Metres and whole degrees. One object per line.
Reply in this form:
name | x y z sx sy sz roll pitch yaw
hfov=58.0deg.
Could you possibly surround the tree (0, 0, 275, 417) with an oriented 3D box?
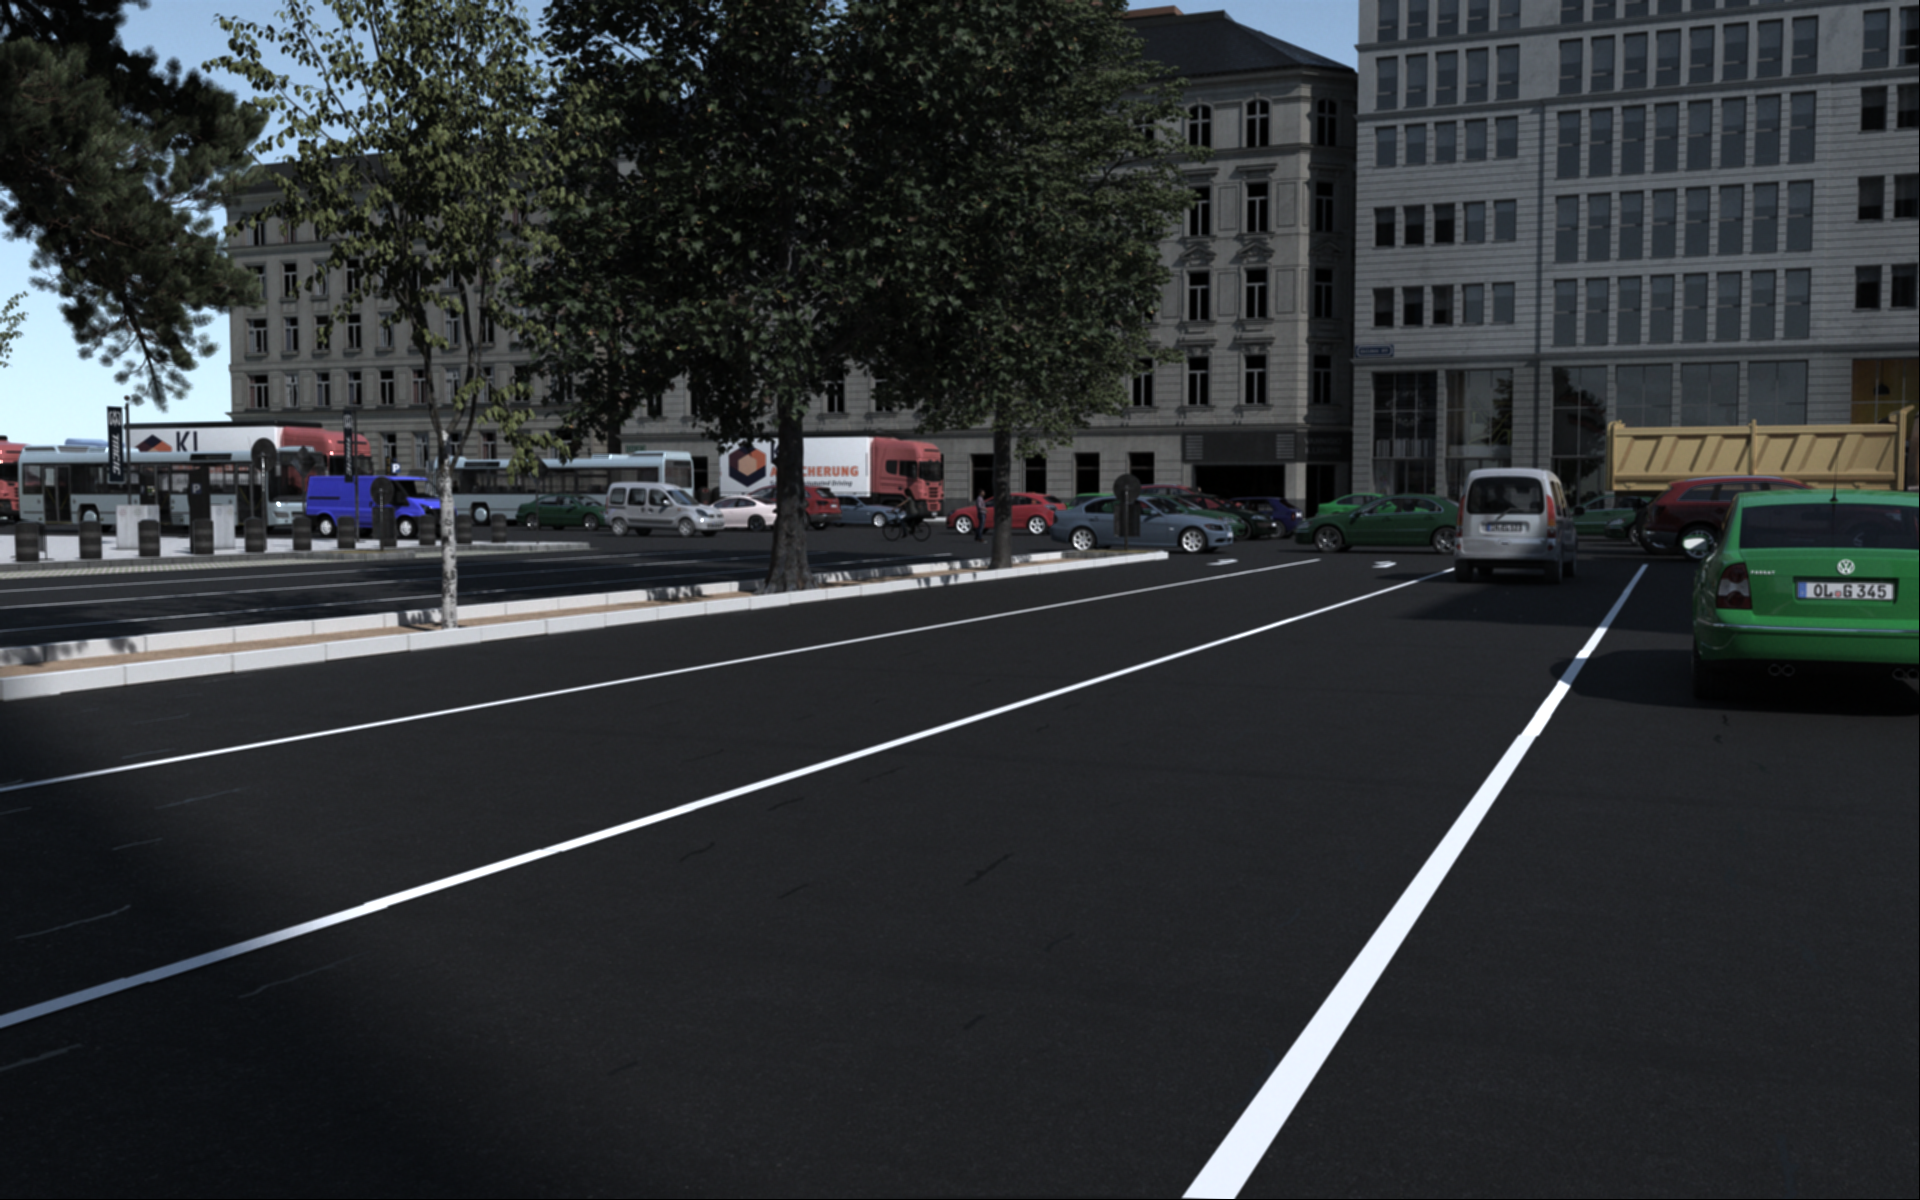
tree | -7.910 -5.334 11.725 6.751 12.117 7.091 0 3 0

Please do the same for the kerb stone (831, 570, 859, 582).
kerb stone | -1.976 -0.384 28.493 0.120 0.150 1.000 1 4 23

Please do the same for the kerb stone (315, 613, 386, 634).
kerb stone | -6.406 0.258 18.046 0.120 0.150 1.000 1 4 23

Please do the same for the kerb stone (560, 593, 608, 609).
kerb stone | -4.805 0.022 21.835 0.120 0.150 1.000 1 4 23

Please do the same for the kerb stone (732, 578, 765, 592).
kerb stone | -3.185 -0.206 25.654 0.120 0.150 1.000 1 4 23

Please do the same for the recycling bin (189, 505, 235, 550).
recycling bin | -17.360 -1.692 40.214 0.722 1.027 0.722 1 4 17

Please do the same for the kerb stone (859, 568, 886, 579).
kerb stone | -1.574 -0.443 29.440 0.120 0.150 1.000 1 4 23

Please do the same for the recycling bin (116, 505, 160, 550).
recycling bin | -19.071 -1.690 40.192 0.722 1.027 0.722 0 4 -1

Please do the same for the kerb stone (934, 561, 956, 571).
kerb stone | -0.370 -0.617 32.281 0.120 0.150 1.000 1 4 23

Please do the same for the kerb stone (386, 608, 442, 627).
kerb stone | -5.996 0.197 18.989 0.120 0.150 1.000 1 4 23

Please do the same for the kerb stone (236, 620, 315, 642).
kerb stone | -6.813 0.312 17.099 0.120 0.150 1.000 1 4 23

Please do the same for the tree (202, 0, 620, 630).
tree | -5.216 -3.927 17.027 4.737 8.622 4.395 0 3 0

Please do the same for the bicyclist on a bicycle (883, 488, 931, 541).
bicyclist on a bicycle | -1.634 -2.616 52.799 1.625 1.676 1.499 2 4 23

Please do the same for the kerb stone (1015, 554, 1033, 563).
kerb stone | 1.245 -0.849 36.079 0.120 0.150 1.000 1 4 23

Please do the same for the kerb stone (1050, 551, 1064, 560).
kerb stone | 2.041 -0.965 37.977 0.120 0.150 1.000 1 4 23

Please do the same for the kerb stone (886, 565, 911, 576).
kerb stone | -1.170 -0.501 30.385 0.120 0.150 1.000 1 4 23

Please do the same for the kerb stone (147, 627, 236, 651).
kerb stone | -7.213 0.370 16.151 0.120 0.150 1.000 1 4 23

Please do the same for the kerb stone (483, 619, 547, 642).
kerb stone | -4.485 0.307 17.221 0.120 0.150 1.000 1 4 23

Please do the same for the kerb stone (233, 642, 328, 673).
kerb stone | -5.678 0.481 14.368 0.120 0.150 1.000 1 4 23

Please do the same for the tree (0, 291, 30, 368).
tree | -24.347 -5.502 40.314 4.737 8.622 4.395 0 3 0

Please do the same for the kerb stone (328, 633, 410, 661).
kerb stone | -5.284 0.420 15.325 0.120 0.150 1.000 1 4 23

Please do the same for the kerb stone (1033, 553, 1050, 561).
kerb stone | 1.641 -0.906 37.030 0.120 0.150 1.000 1 4 23

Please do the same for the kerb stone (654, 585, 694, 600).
kerb stone | -3.997 -0.091 23.736 0.120 0.150 1.000 1 4 23

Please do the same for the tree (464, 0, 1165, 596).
tree | -2.358 -6.407 24.212 9.611 12.733 9.660 0 3 0

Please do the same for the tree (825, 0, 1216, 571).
tree | 0.832 -6.829 32.242 7.486 12.596 7.792 0 3 0

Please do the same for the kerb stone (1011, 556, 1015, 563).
kerb stone | 0.838 -0.791 35.134 0.120 0.150 1.000 1 4 23

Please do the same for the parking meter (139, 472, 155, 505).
parking meter | -21.813 -2.496 46.522 0.399 1.863 0.255 3 4 36

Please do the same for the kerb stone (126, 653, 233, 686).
kerb stone | -6.086 0.537 13.422 0.120 0.150 1.000 1 4 23

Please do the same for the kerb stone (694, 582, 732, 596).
kerb stone | -3.589 -0.150 24.690 0.120 0.150 1.000 1 4 23

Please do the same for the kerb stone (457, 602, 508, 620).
kerb stone | -5.604 0.138 19.940 0.120 0.150 1.000 1 4 23

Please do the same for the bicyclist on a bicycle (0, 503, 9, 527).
bicyclist on a bicycle | -42.173 -4.001 75.441 1.499 1.676 1.625 1 4 22

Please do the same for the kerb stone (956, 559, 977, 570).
kerb stone | 0.032 -0.675 33.231 0.120 0.150 1.000 1 4 23

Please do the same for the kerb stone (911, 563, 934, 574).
kerb stone | -0.776 -0.559 31.336 0.120 0.150 1.000 1 4 23

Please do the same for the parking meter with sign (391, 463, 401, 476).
parking meter with sign | -32.599 -6.278 98.904 1.738 3.016 0.543 3 5 45

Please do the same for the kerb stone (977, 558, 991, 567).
kerb stone | 0.431 -0.733 34.188 0.120 0.150 1.000 1 4 23

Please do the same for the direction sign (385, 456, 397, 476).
direction sign | -34.245 -6.872 104.349 0.379 3.537 0.876 2 4 28

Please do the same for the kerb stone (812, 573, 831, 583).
kerb stone | -2.373 -0.327 27.544 0.120 0.150 1.000 1 4 23

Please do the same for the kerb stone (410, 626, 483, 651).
kerb stone | -4.872 0.363 16.268 0.120 0.150 1.000 1 4 23

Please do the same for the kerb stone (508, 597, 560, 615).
kerb stone | -5.201 0.080 20.886 0.120 0.150 1.000 1 4 23

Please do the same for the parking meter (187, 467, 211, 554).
parking meter | -16.368 -1.930 37.270 0.399 1.863 0.255 0 4 5

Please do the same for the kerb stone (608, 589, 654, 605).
kerb stone | -4.389 -0.036 22.780 0.120 0.150 1.000 1 4 23

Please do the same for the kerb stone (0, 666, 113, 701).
kerb stone | -6.485 0.596 12.474 0.120 0.150 1.000 1 4 23
